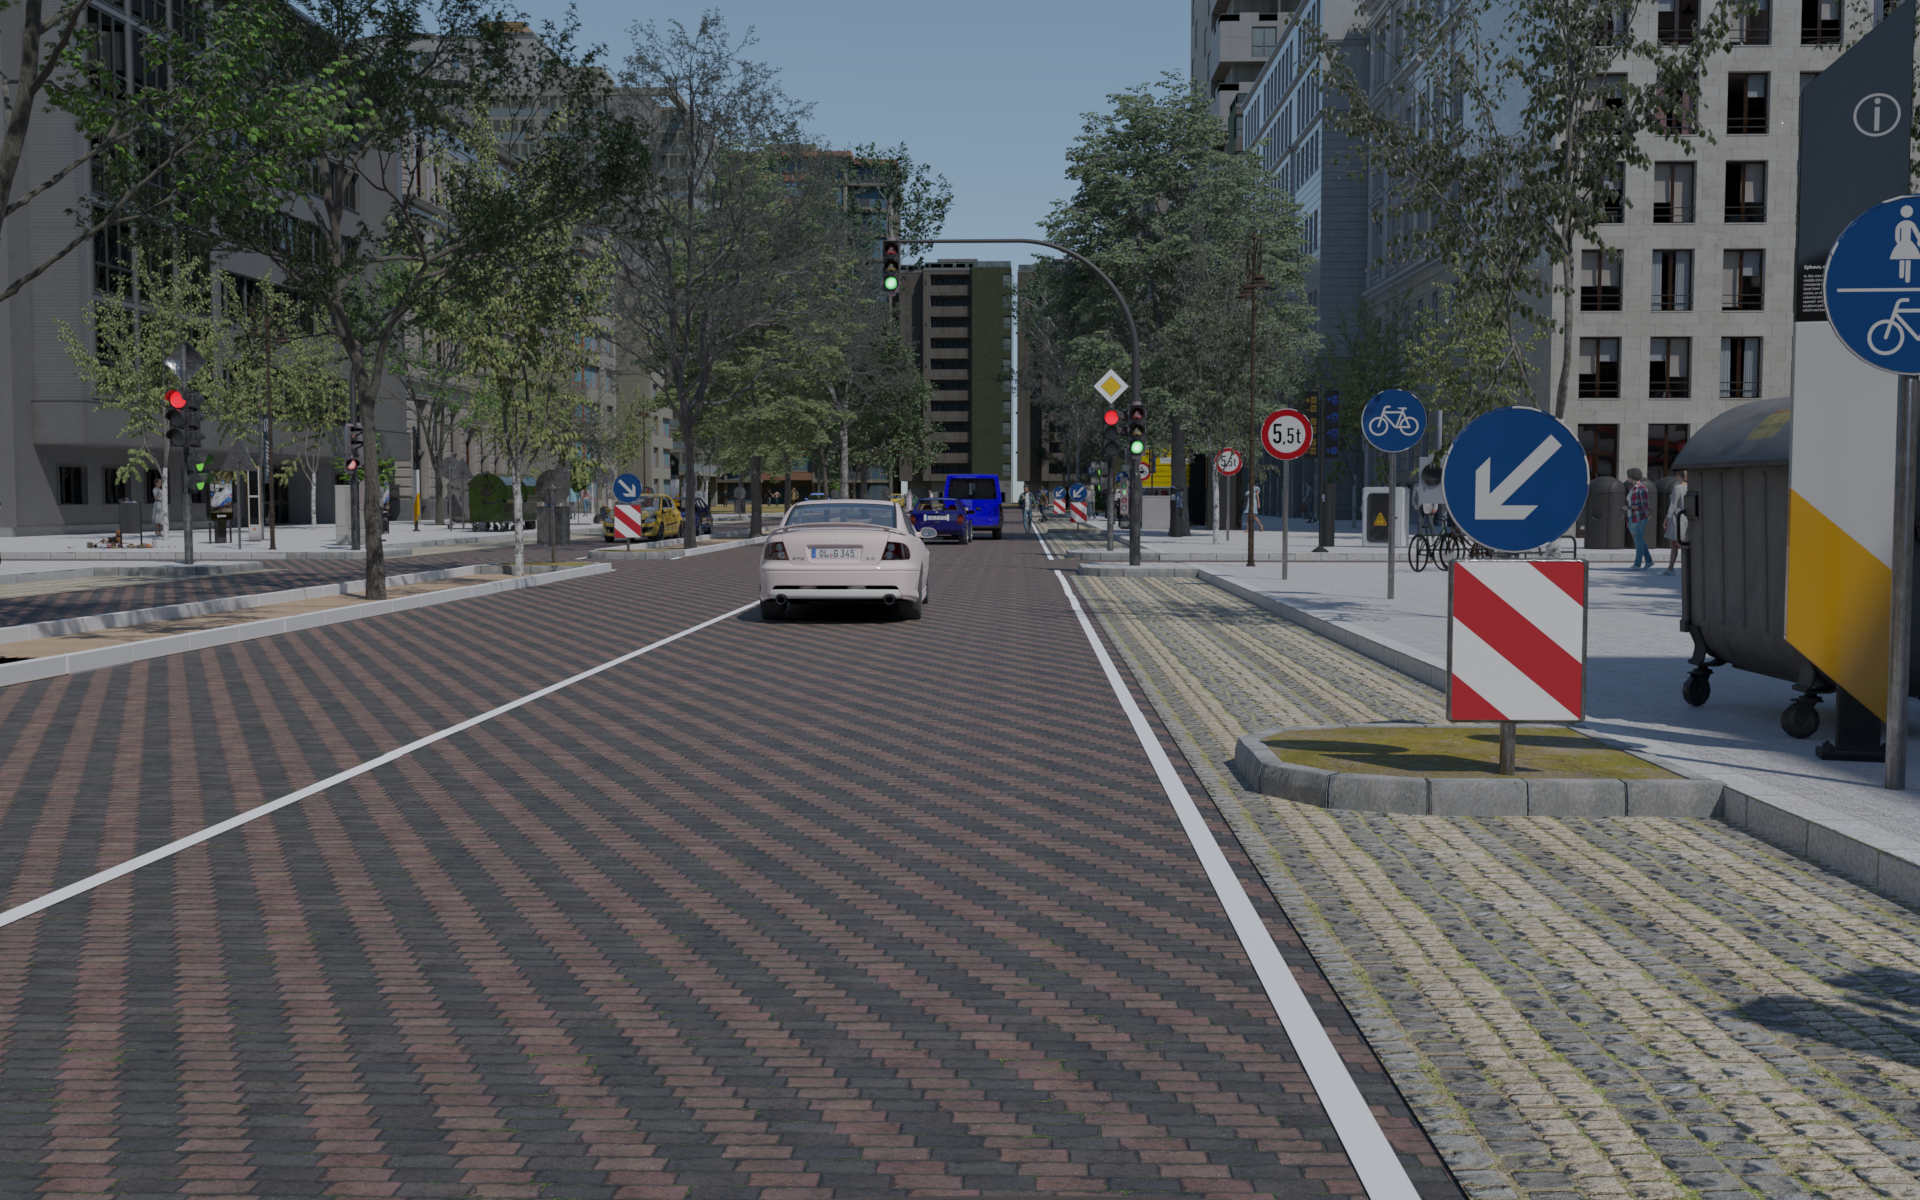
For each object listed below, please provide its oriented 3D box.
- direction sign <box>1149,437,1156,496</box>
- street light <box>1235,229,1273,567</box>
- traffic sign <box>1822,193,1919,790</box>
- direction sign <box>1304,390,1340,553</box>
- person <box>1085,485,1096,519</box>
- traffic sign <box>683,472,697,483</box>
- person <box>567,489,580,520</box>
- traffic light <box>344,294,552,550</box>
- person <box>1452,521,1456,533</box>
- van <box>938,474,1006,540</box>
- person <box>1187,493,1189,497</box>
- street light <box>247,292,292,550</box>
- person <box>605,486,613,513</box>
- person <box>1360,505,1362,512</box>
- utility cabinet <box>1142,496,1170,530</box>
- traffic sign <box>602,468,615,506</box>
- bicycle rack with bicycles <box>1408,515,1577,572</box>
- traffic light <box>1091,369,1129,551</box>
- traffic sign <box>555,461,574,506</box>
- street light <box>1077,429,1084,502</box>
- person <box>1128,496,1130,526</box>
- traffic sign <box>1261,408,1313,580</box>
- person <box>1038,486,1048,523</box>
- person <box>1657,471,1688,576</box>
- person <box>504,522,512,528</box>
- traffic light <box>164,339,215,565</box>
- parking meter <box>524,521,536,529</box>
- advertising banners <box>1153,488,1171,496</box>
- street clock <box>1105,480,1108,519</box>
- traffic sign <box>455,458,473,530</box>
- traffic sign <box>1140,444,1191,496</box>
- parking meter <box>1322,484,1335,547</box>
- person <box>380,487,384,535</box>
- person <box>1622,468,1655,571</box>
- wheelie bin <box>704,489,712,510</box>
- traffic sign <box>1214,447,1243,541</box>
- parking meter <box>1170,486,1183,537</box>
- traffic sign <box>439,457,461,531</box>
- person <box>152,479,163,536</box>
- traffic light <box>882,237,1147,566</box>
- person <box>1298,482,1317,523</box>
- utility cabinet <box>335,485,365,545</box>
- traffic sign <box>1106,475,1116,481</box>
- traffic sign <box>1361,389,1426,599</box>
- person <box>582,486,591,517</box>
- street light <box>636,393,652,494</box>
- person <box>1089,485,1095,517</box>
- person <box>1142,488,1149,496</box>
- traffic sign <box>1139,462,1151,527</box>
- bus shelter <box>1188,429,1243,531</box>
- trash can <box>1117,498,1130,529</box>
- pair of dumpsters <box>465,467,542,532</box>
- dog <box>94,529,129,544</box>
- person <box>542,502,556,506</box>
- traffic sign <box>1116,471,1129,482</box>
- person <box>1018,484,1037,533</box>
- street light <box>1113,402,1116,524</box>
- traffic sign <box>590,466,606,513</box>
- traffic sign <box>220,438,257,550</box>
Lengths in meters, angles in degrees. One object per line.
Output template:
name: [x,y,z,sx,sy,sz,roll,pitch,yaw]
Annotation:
direction sign: [7.223,-4.472,65.113,0.379,3.537,0.876,1,4,22]
street light: [5.151,-3.530,30.506,0.468,5.910,1.993,0,4,2]
traffic sign: [4.069,-0.450,7.460,0.768,2.556,0.104,0,4,5]
direction sign: [7.938,-2.818,38.077,0.876,3.537,0.379,3,5,44]
person: [6.676,-4.996,88.393,0.598,1.740,0.731,1,4,13]
traffic sign: [-14.393,-5.641,92.339,0.768,2.556,0.104,1,4,11]
person: [-19.460,-4.973,87.218,0.638,1.841,0.748,-1,4,-9]
traffic light: [-11.693,-3.961,39.424,4.771,5.953,1.251,0,4,2]
person: [16.168,-3.039,55.998,0.520,1.790,0.573,-3,5,-39]
van: [0.388,-3.150,55.891,2.240,2.365,5.245,0,4,0]
person: [11.719,-5.168,90.886,0.623,1.781,0.721,3,5,41]
street light: [-15.850,-4.097,39.768,0.468,5.910,1.993,0,4,2]
person: [-20.884,-5.892,102.929,0.362,1.759,0.519,-3,4,-36]
person: [12.223,-2.546,51.942,0.475,1.303,0.640,-2,4,-23]
utility cabinet: [7.065,-3.126,62.266,1.020,1.237,0.306,1,4,12]
traffic sign: [-17.102,-5.123,83.867,0.768,2.556,0.104,0,4,4]
bicycle rack with bicycles: [8.635,-0.933,28.640,2.925,0.926,2.852,-2,4,-24]
traffic light: [3.366,-3.058,38.917,0.839,4.253,0.868,0,4,2]
traffic sign: [-15.093,-4.038,66.133,0.768,2.556,0.104,0,4,5]
street light: [7.875,-8.613,113.606,0.468,5.910,1.993,0,4,2]
person: [6.657,-3.691,66.734,0.374,1.781,0.599,-1,4,-15]
traffic sign: [4.866,-1.576,25.878,0.768,2.556,0.104,0,4,3]
person: [4.129,-4.779,86.547,0.656,1.842,0.836,2,4,34]
person: [11.329,-1.242,27.093,0.760,1.731,0.466,1,4,21]
person: [-17.312,-3.648,65.950,0.793,1.790,0.793,2,4,27]
traffic light: [-14.047,-2.603,31.476,0.839,4.253,0.868,0,4,2]
parking meter: [-15.682,-3.516,63.200,0.399,1.863,0.255,1,4,18]
advertising banners: [8.530,-4.657,72.324,2.074,3.025,0.090,3,4,38]
street clock: [7.716,-5.271,90.745,0.358,2.002,0.471,-1,4,-20]
traffic sign: [-17.714,-3.773,61.691,0.884,2.594,0.081,0,4,7]
traffic sign: [8.460,-4.679,70.376,2.265,3.308,0.079,0,4,3]
parking meter: [8.924,-2.061,42.112,0.372,1.533,0.369,0,3,0]
person: [-18.335,-2.948,54.426,0.473,1.802,0.592,1,4,13]
person: [11.389,-1.355,29.032,0.643,1.720,0.563,0,4,3]
wheelie bin: [-16.506,-6.394,112.442,0.693,1.594,0.980,-2,4,-25]
traffic sign: [7.330,-2.890,47.352,0.768,2.556,0.104,0,4,5]
parking meter: [6.436,-2.632,51.448,0.372,1.533,0.369,0,3,0]
traffic sign: [-17.496,-3.629,59.444,0.768,2.556,0.104,0,4,3]
person: [-24.333,-2.823,52.771,0.524,1.755,0.480,0,4,-2]
traffic light: [1.013,-3.437,30.863,4.771,5.953,1.251,0,4,2]
person: [15.492,-4.328,76.919,0.853,1.813,0.709,2,4,26]
utility cabinet: [-15.306,-2.140,43.665,0.318,1.500,1.173,0,4,8]
traffic sign: [9.484,-6.691,109.499,0.768,2.556,0.104,0,4,3]
traffic sign: [5.259,-1.282,21.066,0.768,2.556,0.104,1,4,9]
person: [-21.297,-5.670,98.758,0.555,1.821,0.388,-1,4,-16]
street light: [-14.467,-6.518,79.360,0.468,5.910,1.993,0,4,2]
person: [7.172,-5.445,95.250,0.537,1.800,0.526,-1,4,-9]
person: [9.609,-5.151,90.435,0.473,1.802,0.592,0,4,5]
traffic sign: [7.136,-4.159,68.103,0.768,2.556,0.104,1,4,9]
bus shelter: [9.247,-4.439,63.863,1.731,3.624,6.357,0,4,2]
trash can: [6.073,-3.151,63.169,0.748,1.137,0.748,0,3,0]
pair of dumpsters: [-15.788,-3.516,59.973,1.574,2.255,4.437,0,4,2]
dog: [-21.814,-1.639,44.528,0.748,0.427,0.550,1,4,9]
person: [-15.974,-3.742,67.233,0.555,1.821,0.388,-3,5,-41]
traffic sign: [9.161,-5.961,97.572,0.768,2.556,0.104,1,4,10]
person: [2.436,-3.319,63.115,0.623,1.781,0.721,-1,4,-23]
street light: [6.534,-6.153,73.396,0.468,5.910,1.993,0,4,2]
traffic sign: [-16.267,-4.744,77.665,0.768,2.556,0.104,1,4,9]
traffic sign: [-16.666,-2.447,40.007,0.884,2.594,0.081,0,4,7]
